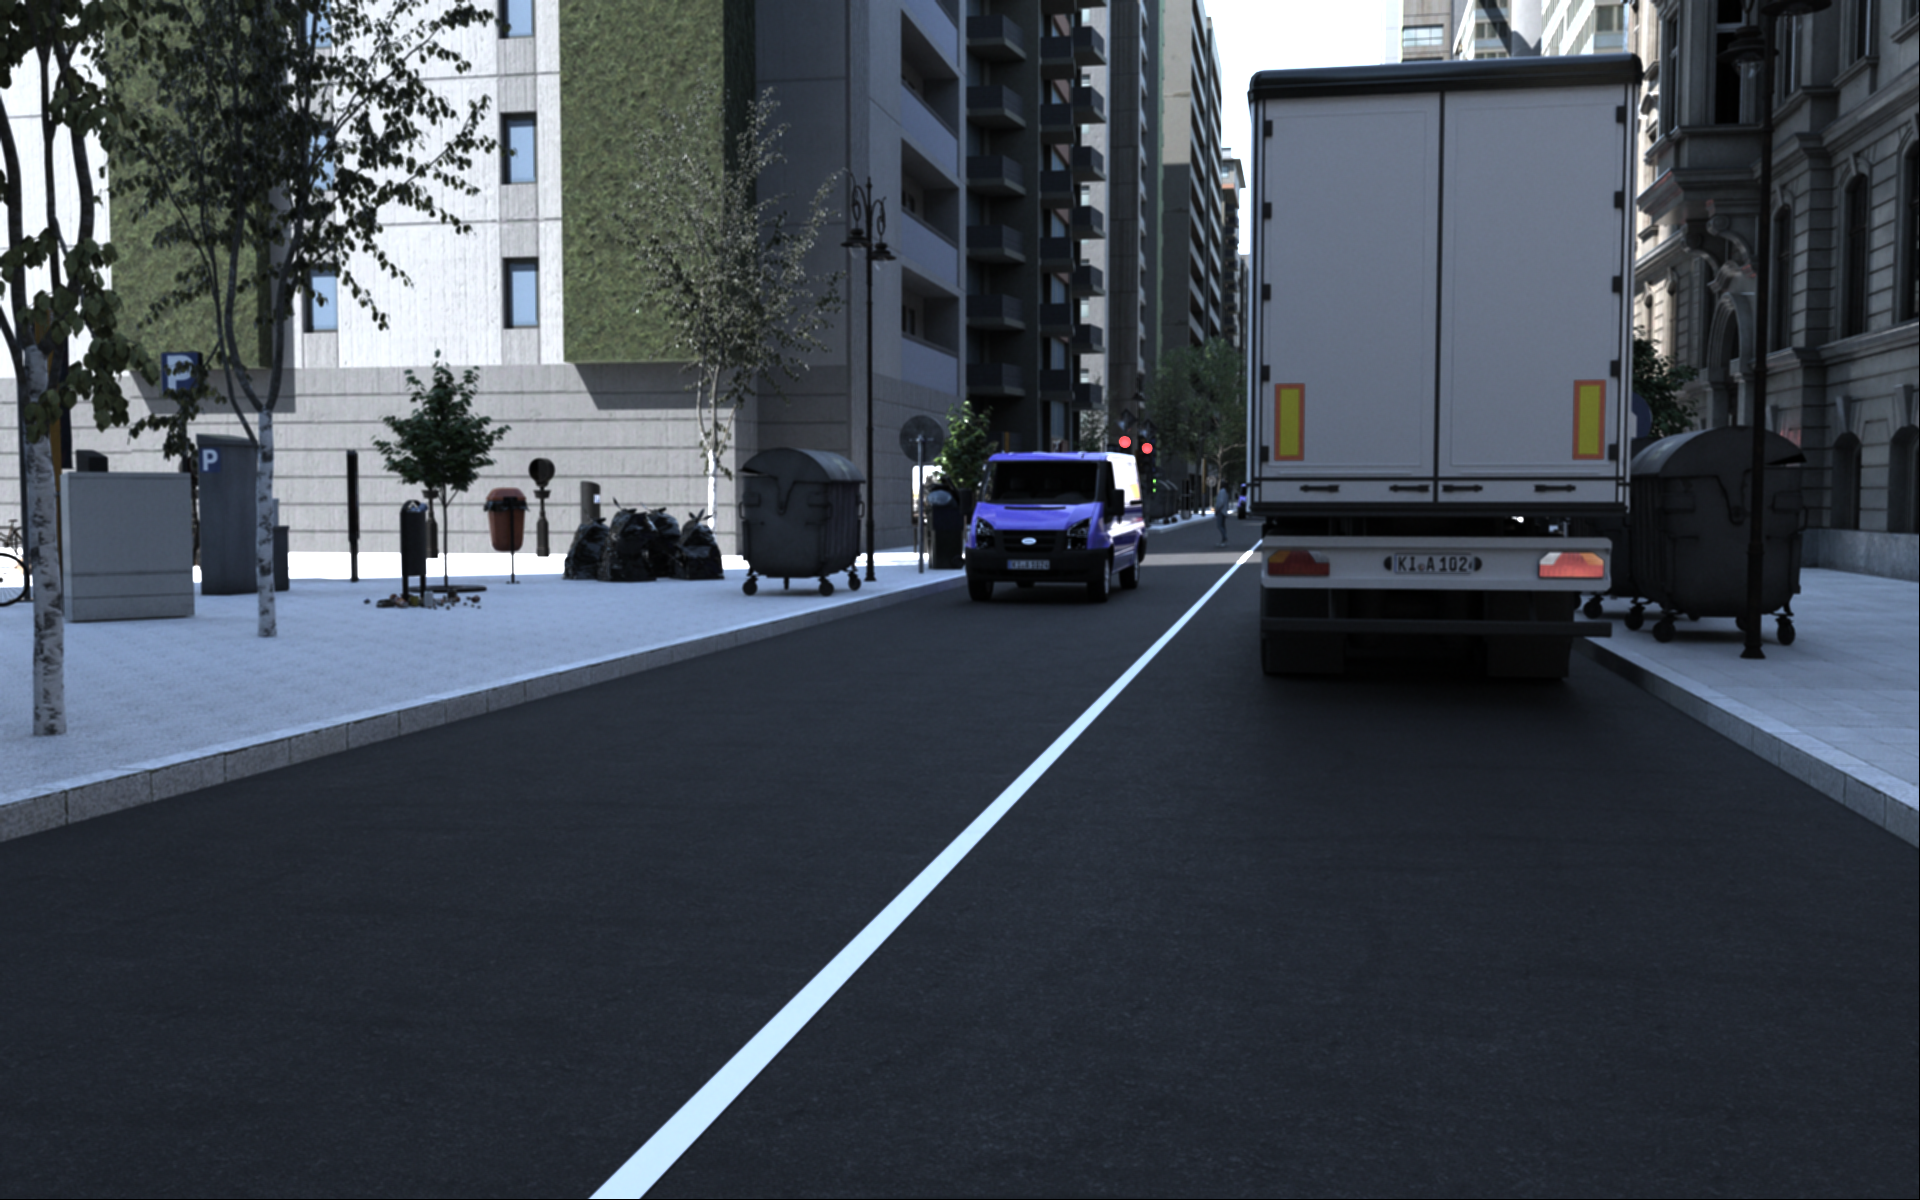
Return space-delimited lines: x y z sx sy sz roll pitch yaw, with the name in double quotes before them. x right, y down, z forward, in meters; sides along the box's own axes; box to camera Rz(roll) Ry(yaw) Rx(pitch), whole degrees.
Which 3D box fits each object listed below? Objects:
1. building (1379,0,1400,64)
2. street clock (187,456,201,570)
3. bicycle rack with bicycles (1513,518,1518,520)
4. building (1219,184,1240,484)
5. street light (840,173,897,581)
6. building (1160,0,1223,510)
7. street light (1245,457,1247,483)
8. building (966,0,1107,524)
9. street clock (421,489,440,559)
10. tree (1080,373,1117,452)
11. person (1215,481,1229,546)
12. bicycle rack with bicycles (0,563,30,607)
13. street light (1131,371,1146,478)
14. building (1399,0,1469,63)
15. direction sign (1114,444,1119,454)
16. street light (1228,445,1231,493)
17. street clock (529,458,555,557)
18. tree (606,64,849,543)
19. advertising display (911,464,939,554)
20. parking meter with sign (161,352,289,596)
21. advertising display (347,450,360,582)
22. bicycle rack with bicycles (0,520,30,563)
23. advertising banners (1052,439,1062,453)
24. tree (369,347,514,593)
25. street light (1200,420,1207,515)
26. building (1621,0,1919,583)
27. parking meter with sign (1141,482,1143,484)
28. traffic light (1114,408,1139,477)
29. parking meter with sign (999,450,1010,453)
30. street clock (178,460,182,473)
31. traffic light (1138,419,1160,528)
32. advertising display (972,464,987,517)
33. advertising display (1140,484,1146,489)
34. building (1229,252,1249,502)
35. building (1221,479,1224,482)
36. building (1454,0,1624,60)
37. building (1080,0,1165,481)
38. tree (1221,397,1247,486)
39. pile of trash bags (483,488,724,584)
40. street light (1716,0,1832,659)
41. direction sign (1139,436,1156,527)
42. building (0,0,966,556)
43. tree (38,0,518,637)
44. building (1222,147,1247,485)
"building" 56.650 -39.678 190.740 21.231 58.520 28.212 1 4 11
"street clock" -12.693 -1.504 29.160 0.358 2.002 0.471 1 4 13
"bicycle rack with bicycles" 29.938 -5.179 98.060 2.852 0.926 2.925 1 4 15
"building" 27.101 -35.802 239.993 22.147 44.769 28.867 1 4 11
"street light" -1.324 -3.216 25.376 0.468 5.910 1.993 1 4 11
"building" 14.674 -33.545 172.157 21.300 48.544 21.600 1 4 11
"street light" 30.038 -12.774 181.640 0.468 5.910 1.993 1 4 11
"building" -4.586 -26.374 85.840 22.147 44.769 28.867 1 4 11
"street clock" -10.486 -1.820 34.324 0.358 2.002 0.471 2 4 35
"tree" 7.620 -9.374 103.631 4.360 8.622 3.978 0 3 0
"person" 7.261 -2.388 47.805 0.793 1.790 0.793 -1 4 -11
"bicycle rack with bicycles" -11.687 -0.303 18.337 2.925 0.926 2.852 -1 4 -19
"street light" 6.709 -5.650 65.170 0.468 5.910 1.993 1 4 11
"building" 42.801 -28.021 141.737 14.154 41.232 14.086 1 4 11
"direction sign" 6.949 -5.315 78.905 0.379 3.537 0.876 3 5 42
"street light" 21.742 -10.240 140.219 0.468 5.910 1.993 1 4 11
"street clock" -8.476 -1.870 35.147 0.471 2.002 0.358 1 4 18
"tree" -4.207 -4.924 30.872 4.360 8.622 3.978 0 3 0
"advertising display" -0.592 -1.946 37.029 0.974 1.923 0.123 2 4 29
"parking meter with sign" -9.335 -1.584 22.166 0.543 3.016 1.738 1 4 16
"advertising display" -8.946 -1.244 25.552 0.123 1.923 0.974 -1 4 -17
"bicycle rack with bicycles" -18.747 -1.324 35.029 2.852 0.926 2.925 1 4 13
"advertising banners" 2.654 -3.637 55.645 0.090 3.025 2.074 -2 4 -34
"tree" -6.877 -1.736 22.984 1.663 3.219 1.824 0 3 0
"street light" 14.922 -8.179 106.512 0.468 5.910 1.993 1 4 11
"building" 20.834 -13.068 32.745 14.460 24.649 34.723 1 4 11
"parking meter with sign" 11.143 -6.828 107.906 1.738 3.016 0.543 2 4 23
"traffic light" 5.458 -4.156 56.864 0.839 4.253 0.868 1 4 11
"parking meter with sign" 1.193 -4.466 69.272 0.543 3.016 1.738 -3 5 -45
"street clock" -14.605 -1.741 33.034 0.471 2.002 0.358 -3 5 -40
"traffic light" 7.029 -4.634 64.693 0.839 4.253 0.868 1 4 11
"advertising display" 0.728 -1.816 34.911 0.974 1.923 0.123 -1 4 -18
"advertising display" 11.553 -6.200 106.589 0.974 1.923 0.123 1 4 10
"building" 40.867 -36.918 287.200 14.154 41.232 14.086 1 4 11
"building" 13.624 -30.849 196.268 32.217 40.220 23.993 1 4 11
"building" 47.864 -26.221 120.586 32.217 40.220 23.993 1 4 11
"building" 7.311 -27.131 127.192 14.154 41.232 14.086 1 4 11
"tree" 36.212 -18.762 213.410 9.857 13.997 8.962 0 3 0
"pile of trash bags" -5.358 -0.982 25.815 3.447 1.369 1.912 -2 4 -32
"street light" 6.205 -2.483 13.377 0.468 5.910 1.993 1 4 11
"direction sign" 7.269 -4.604 67.270 0.876 3.537 0.379 -3 4 -39
"building" -14.435 -30.834 46.143 28.212 58.520 21.231 1 4 11
"tree" -6.216 -3.989 15.590 4.360 8.622 3.978 0 3 0
"building" 29.255 -41.515 268.006 28.713 52.752 27.495 1 4 11
